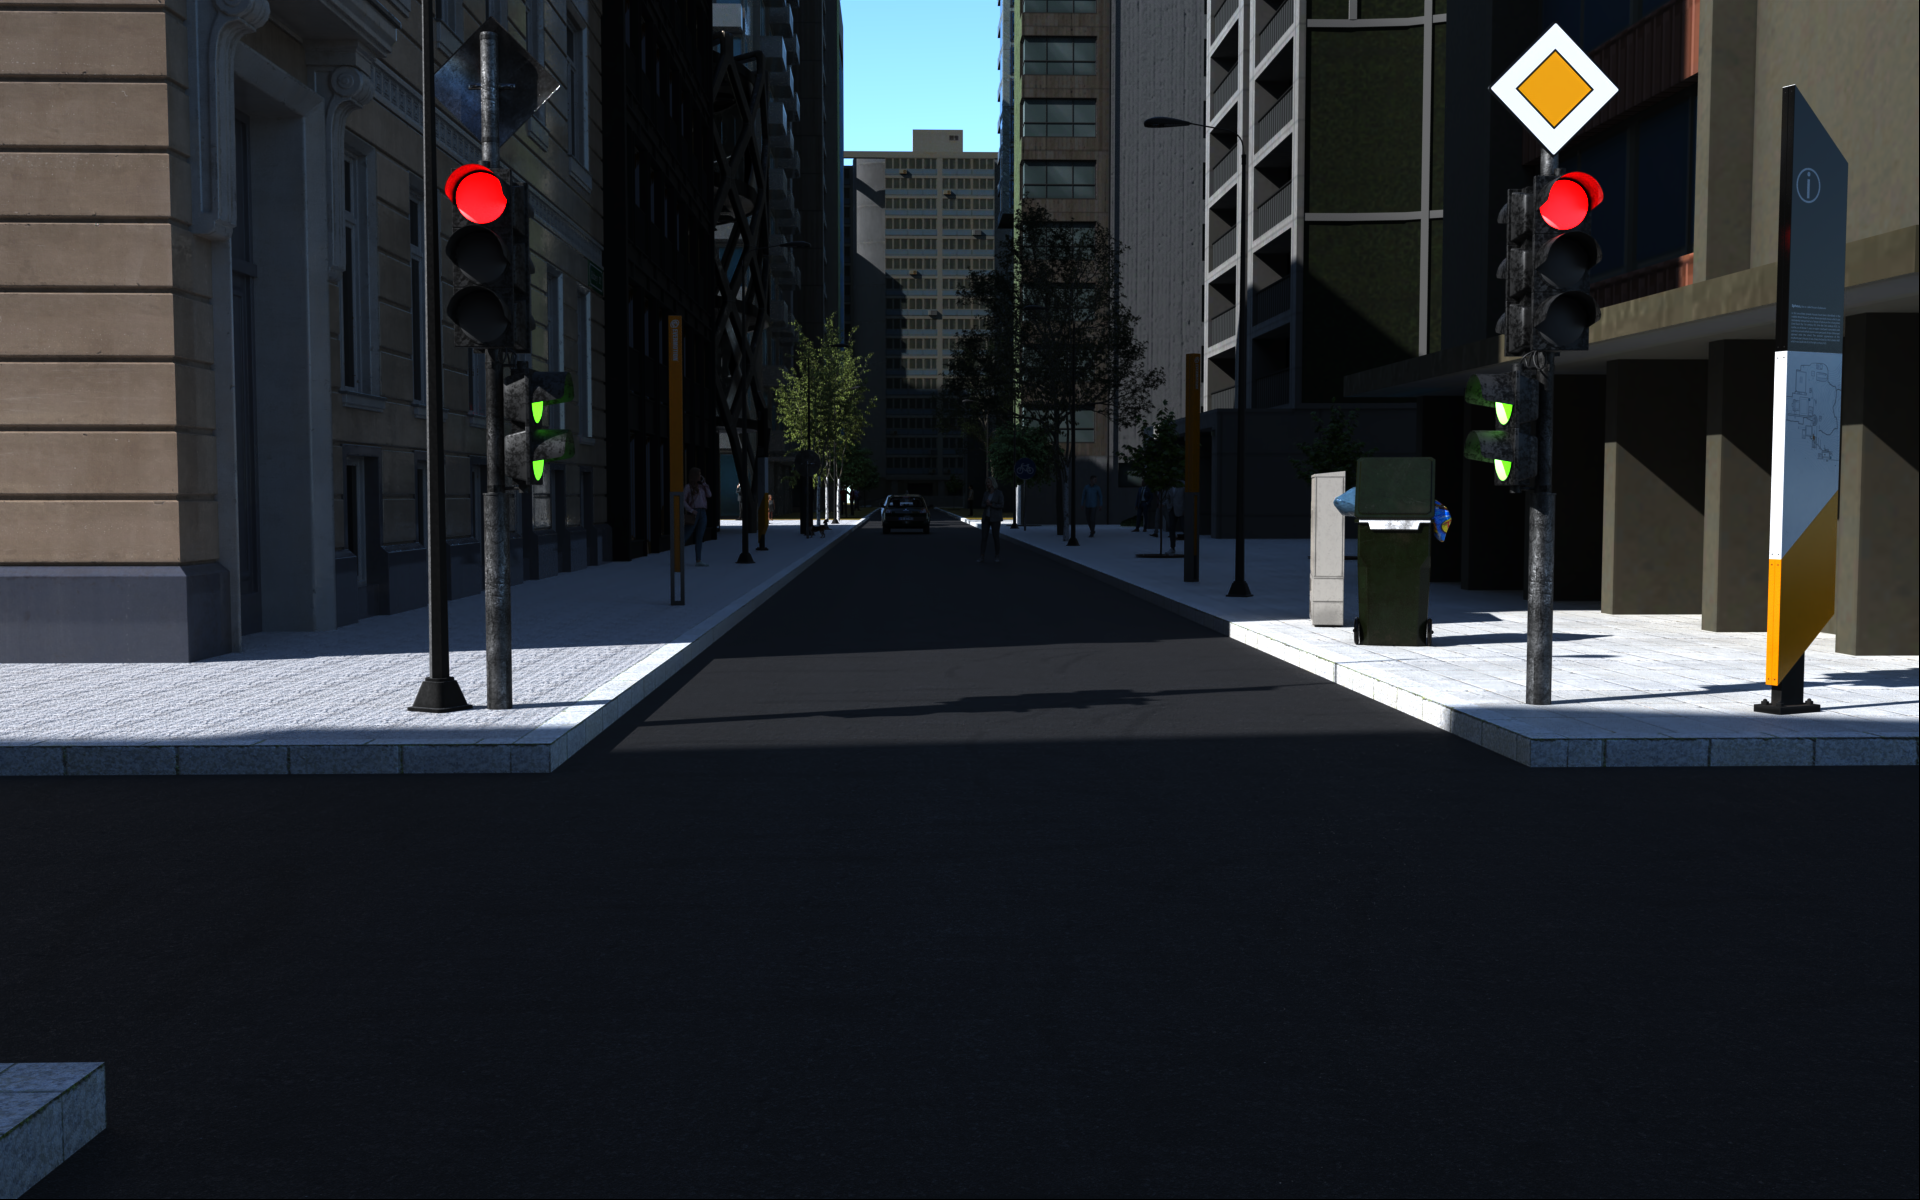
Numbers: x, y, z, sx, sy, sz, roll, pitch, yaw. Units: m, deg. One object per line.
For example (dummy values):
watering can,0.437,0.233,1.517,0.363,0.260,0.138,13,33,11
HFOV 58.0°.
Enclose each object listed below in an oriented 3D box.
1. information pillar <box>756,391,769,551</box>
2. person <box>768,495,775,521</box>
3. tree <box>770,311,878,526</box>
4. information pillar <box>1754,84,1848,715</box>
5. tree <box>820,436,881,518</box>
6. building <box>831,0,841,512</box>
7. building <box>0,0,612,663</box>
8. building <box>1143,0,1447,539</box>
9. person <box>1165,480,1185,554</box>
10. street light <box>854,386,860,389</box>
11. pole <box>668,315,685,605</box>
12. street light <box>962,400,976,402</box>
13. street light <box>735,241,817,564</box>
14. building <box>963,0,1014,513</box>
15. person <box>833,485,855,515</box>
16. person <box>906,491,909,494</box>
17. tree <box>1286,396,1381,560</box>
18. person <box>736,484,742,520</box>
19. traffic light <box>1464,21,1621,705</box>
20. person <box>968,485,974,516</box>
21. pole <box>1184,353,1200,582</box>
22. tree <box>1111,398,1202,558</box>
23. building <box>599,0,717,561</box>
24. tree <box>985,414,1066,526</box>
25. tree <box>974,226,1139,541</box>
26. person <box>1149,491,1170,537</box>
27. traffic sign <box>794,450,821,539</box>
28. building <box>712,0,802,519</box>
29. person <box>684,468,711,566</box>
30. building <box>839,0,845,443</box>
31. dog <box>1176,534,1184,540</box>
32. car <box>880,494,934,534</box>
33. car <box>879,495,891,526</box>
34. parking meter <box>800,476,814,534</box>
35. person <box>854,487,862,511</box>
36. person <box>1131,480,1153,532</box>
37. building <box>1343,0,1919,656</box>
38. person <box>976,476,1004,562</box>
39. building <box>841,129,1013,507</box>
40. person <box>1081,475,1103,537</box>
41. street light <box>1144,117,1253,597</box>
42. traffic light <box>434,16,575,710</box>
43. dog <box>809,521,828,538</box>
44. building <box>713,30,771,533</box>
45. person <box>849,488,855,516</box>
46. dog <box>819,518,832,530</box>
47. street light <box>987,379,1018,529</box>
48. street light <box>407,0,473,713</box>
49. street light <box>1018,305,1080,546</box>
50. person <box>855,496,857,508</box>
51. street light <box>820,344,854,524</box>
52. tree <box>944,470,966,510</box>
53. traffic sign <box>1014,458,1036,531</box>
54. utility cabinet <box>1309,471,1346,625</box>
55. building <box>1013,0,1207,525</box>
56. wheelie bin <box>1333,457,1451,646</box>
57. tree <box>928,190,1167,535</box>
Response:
information pillar,-4.477,-2.933,39.302,0.183,3.616,0.504,-2,4,-26
person,-9.144,-4.474,83.863,0.362,1.253,0.373,-2,4,-26
tree,-5.763,-7.352,70.567,4.737,8.622,4.395,0,3,0
information pillar,4.947,-1.148,10.131,0.504,3.616,0.183,-2,4,-26
tree,-6.057,-6.718,93.548,4.285,4.588,4.351,0,3,0
building,-15.714,-26.830,122.267,14.154,41.232,14.086,0,4,-2
building,-12.407,-14.426,21.763,13.634,28.700,20.117,0,4,-2
building,17.379,-37.561,52.370,20.563,71.187,20.611,0,4,-2
person,4.740,-1.927,37.389,0.661,1.843,0.795,3,5,43
street light,-4.865,-6.257,74.839,1.470,5.913,1.316,0,4,-2
pole,-3.261,-1.595,19.923,0.158,3.312,0.155,0,3,0
street light,0.822,-6.901,85.366,1.470,5.913,1.316,0,4,-2
street light,-3.437,-3.633,31.945,1.470,5.913,1.316,0,4,-2
building,11.973,-50.771,142.777,22.319,86.520,31.000,0,4,-2
person,-7.072,-6.083,105.438,1.348,1.831,0.705,0,4,2
person,-4.518,-8.402,146.607,1.217,1.736,0.721,-1,4,-20
tree,7.387,-2.421,34.186,1.663,3.219,1.824,0,3,0
person,-10.693,-4.827,84.328,0.474,1.900,0.648,-1,4,-11
traffic light,3.520,-1.319,10.480,0.839,4.253,0.868,0,4,-2
person,0.613,-5.810,101.052,0.705,1.823,1.348,0,4,5
pole,3.385,-1.920,25.239,0.158,3.312,0.155,0,3,0
tree,4.163,-2.468,34.958,1.663,3.219,1.824,0,3,0
building,-12.708,-12.860,39.932,12.332,23.373,15.834,0,4,-2
tree,2.572,-5.240,69.383,4.285,4.588,4.351,0,3,0
tree,2.657,-5.912,47.031,4.360,8.622,3.978,0,3,0
person,6.012,-2.748,51.251,0.850,1.792,0.678,-2,4,-31
traffic sign,-4.398,-3.048,49.946,0.768,2.556,0.104,0,4,5
building,-20.794,-29.352,99.511,23.786,49.044,30.456,0,4,-2
person,-4.780,-1.475,30.755,0.643,1.750,0.593,3,4,35
building,-17.396,-30.603,150.463,14.200,45.320,14.600,0,4,-2
dog,6.173,-1.849,47.965,0.550,0.427,0.748,-1,4,-23
car,-1.961,-3.289,63.554,2.009,1.686,4.222,0,4,-1
car,-2.696,-4.101,79.049,2.014,1.417,4.499,0,4,-2
parking meter,-4.913,-3.051,55.598,0.399,1.863,0.255,-2,4,-28
person,-7.760,-7.730,132.298,0.599,1.838,0.709,3,4,38
person,6.226,-3.222,58.897,0.721,1.800,0.419,2,4,31
building,20.170,-22.413,21.075,28.867,44.769,22.147,0,4,-2
person,0.660,-1.697,36.426,0.537,1.800,0.526,3,4,38
building,-2.454,-30.298,187.254,23.993,40.220,32.217,0,4,-2
person,3.964,-2.790,51.523,0.638,1.841,0.748,2,4,29
street light,2.963,-2.995,21.513,1.470,5.913,1.316,0,4,-2
traffic light,-2.737,-1.304,10.247,0.839,4.253,0.868,0,4,-2
dog,-4.209,-2.082,50.869,0.540,0.507,0.406,-2,4,-35
building,-14.831,-11.598,57.074,16.820,18.784,16.811,0,4,-2
person,-6.469,-5.943,103.176,0.705,1.831,1.348,0,4,-5
dog,-4.857,-2.728,62.342,0.550,0.427,0.748,0,4,-1
street light,1.484,-5.599,64.080,1.470,5.913,1.316,0,4,-2
street light,-2.554,-2.300,10.144,1.470,5.913,1.316,0,4,-2
street light,2.268,-4.297,42.798,1.470,5.913,1.316,0,4,-2
person,-9.138,-9.023,154.119,0.434,1.755,0.990,0,4,3
street light,-4.123,-4.955,53.556,1.470,5.913,1.316,0,4,-2
tree,-0.587,-8.821,138.821,1.663,3.219,1.824,0,3,0
traffic sign,2.278,-3.702,60.639,0.768,2.556,0.104,0,4,2
utility cabinet,3.630,-0.521,17.194,0.318,1.500,1.173,1,4,10
building,9.321,-18.778,78.723,14.160,30.474,14.107,0,4,-2
wheelie bin,3.693,-0.423,14.831,0.980,1.594,0.693,1,4,16
tree,2.832,-7.308,53.905,7.601,10.594,8.767,0,4,2
